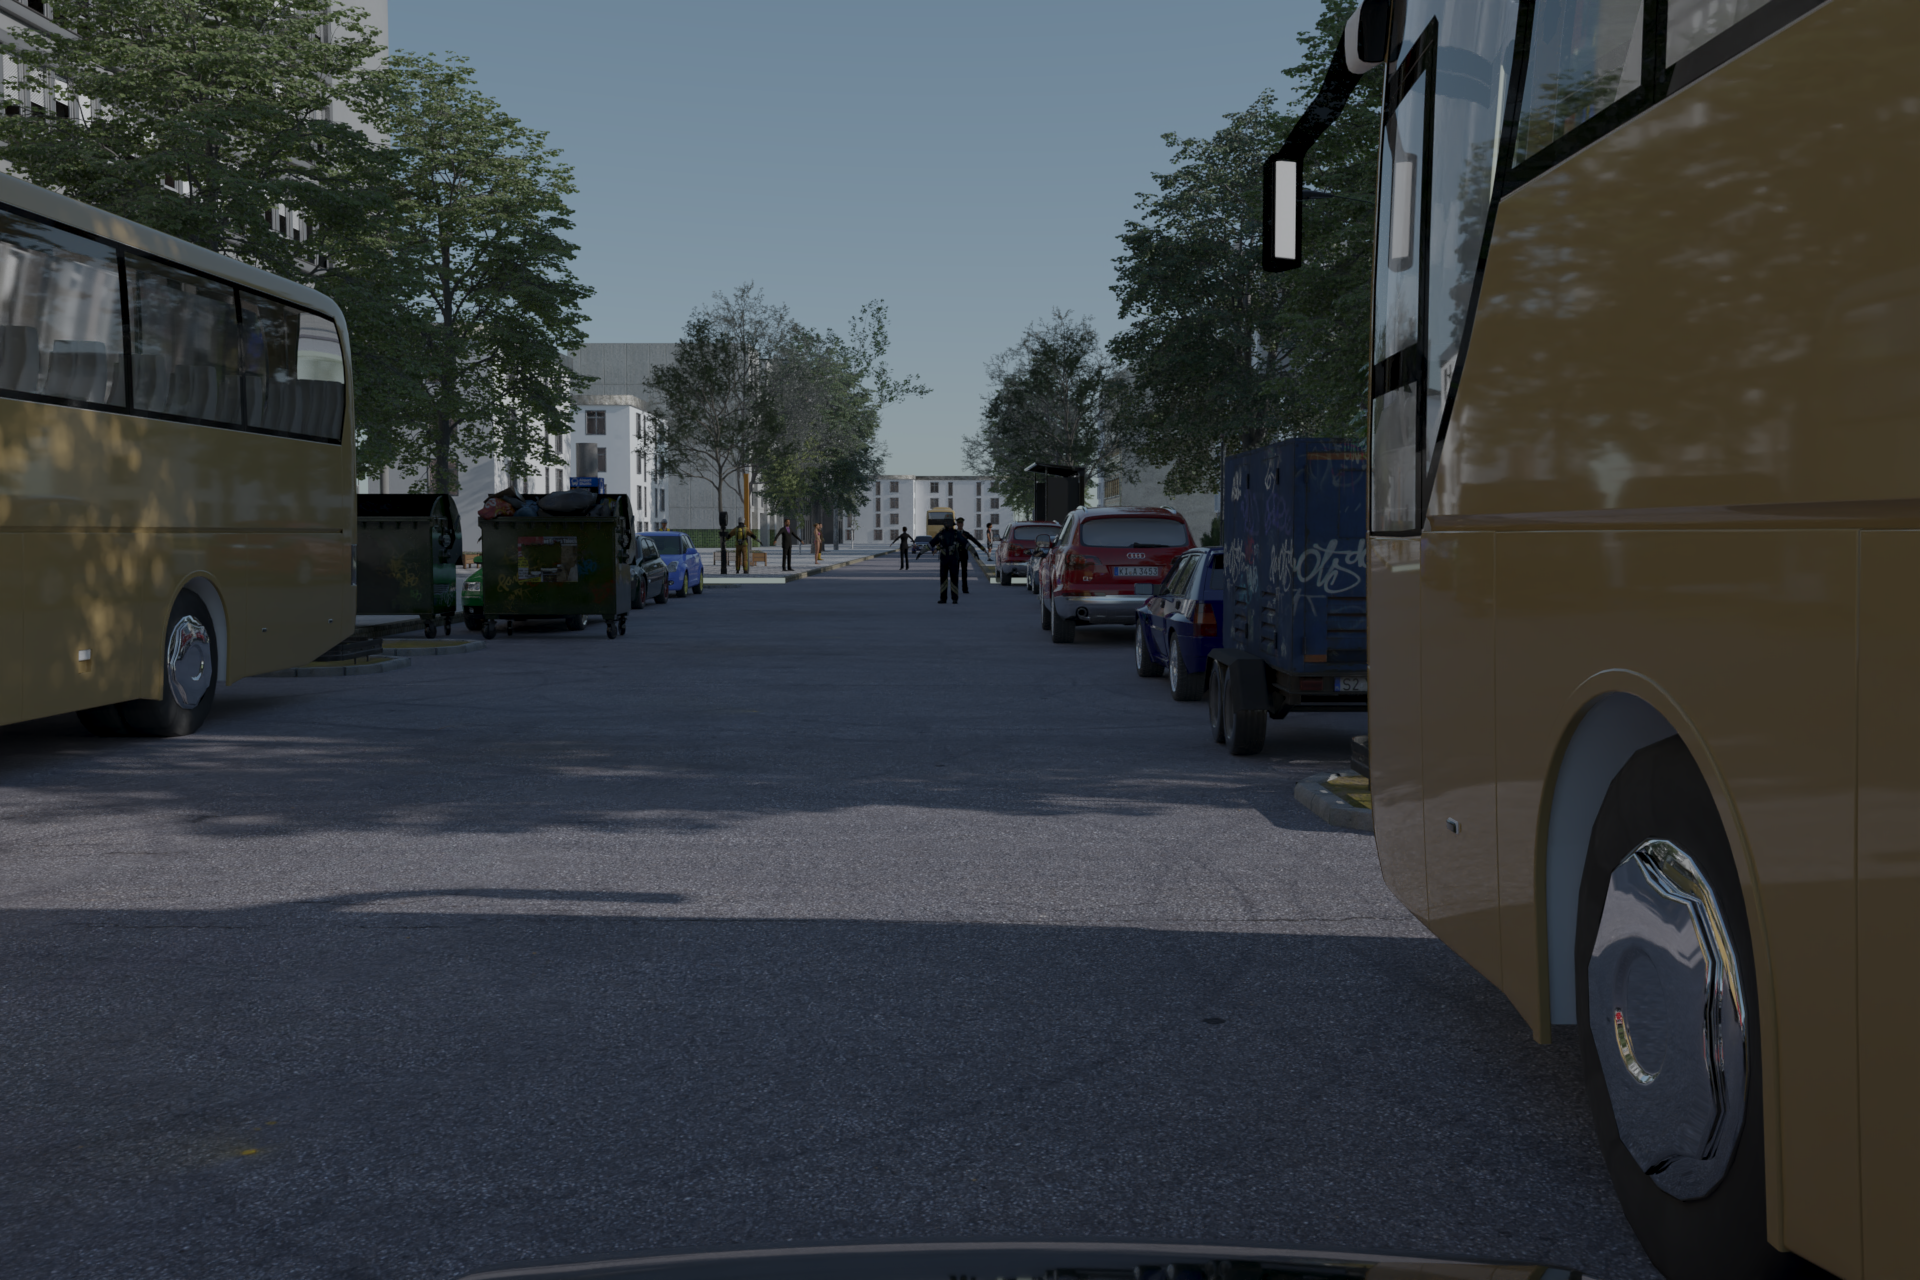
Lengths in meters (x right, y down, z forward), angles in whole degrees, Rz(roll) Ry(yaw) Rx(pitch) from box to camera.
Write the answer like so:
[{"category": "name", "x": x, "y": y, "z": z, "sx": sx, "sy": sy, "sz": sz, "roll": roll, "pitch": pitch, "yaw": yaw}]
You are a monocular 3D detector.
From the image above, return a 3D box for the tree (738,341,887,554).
[{"category": "tree", "x": -9.671, "y": -12.680, "z": 113.976, "sx": 9.857, "sy": 13.997, "sz": 8.962, "roll": 0, "pitch": 3, "yaw": 0}]

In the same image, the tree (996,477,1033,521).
[{"category": "tree", "x": 5.149, "y": -12.570, "z": 155.880, "sx": 4.360, "sy": 8.622, "sz": 3.978, "roll": 0, "pitch": 3, "yaw": 0}]

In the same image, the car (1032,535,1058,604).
[{"category": "car", "x": 2.517, "y": -1.527, "z": 34.006, "sx": 2.155, "sy": 1.783, "sz": 4.494, "roll": 0, "pitch": 4, "yaw": 0}]

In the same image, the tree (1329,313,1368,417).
[{"category": "tree", "x": 16.654, "y": -8.428, "z": 63.545, "sx": 9.928, "sy": 11.665, "sz": 9.643, "roll": 0, "pitch": 3, "yaw": 0}]

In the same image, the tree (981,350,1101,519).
[{"category": "tree", "x": 4.982, "y": -11.498, "z": 106.113, "sx": 7.486, "sy": 12.596, "sz": 7.792, "roll": 0, "pitch": 3, "yaw": 0}]

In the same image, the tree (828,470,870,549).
[{"category": "tree", "x": -9.280, "y": -12.312, "z": 151.658, "sx": 4.360, "sy": 8.622, "sz": 3.978, "roll": 0, "pitch": 3, "yaw": 0}]

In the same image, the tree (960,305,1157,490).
[{"category": "tree", "x": 5.578, "y": -11.126, "z": 92.281, "sx": 12.009, "sy": 13.543, "sz": 11.850, "roll": 0, "pitch": 3, "yaw": 0}]

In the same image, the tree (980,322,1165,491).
[{"category": "tree", "x": 5.338, "y": -8.653, "z": 75.887, "sx": 8.767, "sy": 10.594, "sz": 7.601, "roll": -1, "pitch": 4, "yaw": -14}]

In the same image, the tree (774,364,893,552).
[{"category": "tree", "x": -9.899, "y": -13.127, "z": 124.994, "sx": 12.009, "sy": 13.543, "sz": 11.850, "roll": 0, "pitch": 3, "yaw": 0}]

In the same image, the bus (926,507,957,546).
[{"category": "bus", "x": -1.689, "y": -10.158, "z": 157.637, "sx": 2.896, "sy": 3.916, "sz": 12.252, "roll": 0, "pitch": 4, "yaw": 0}]

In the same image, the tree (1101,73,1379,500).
[{"category": "tree", "x": 8.259, "y": -8.721, "z": 49.242, "sx": 9.857, "sy": 13.997, "sz": 8.962, "roll": 0, "pitch": 3, "yaw": 0}]

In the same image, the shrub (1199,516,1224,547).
[{"category": "shrub", "x": 10.515, "y": -4.046, "z": 70.199, "sx": 1.661, "sy": 2.075, "sz": 1.752, "roll": 0, "pitch": 3, "yaw": 0}]

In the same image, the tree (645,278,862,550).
[{"category": "tree", "x": -10.369, "y": -10.624, "z": 84.076, "sx": 12.009, "sy": 13.543, "sz": 11.850, "roll": 0, "pitch": 3, "yaw": 0}]

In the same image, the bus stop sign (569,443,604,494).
[{"category": "bus stop sign", "x": -10.802, "y": -3.743, "z": 50.212, "sx": 0.837, "sy": 3.901, "sz": 0.837, "roll": 0, "pitch": 4, "yaw": 0}]

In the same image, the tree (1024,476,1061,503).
[{"category": "tree", "x": 5.918, "y": -10.408, "z": 120.540, "sx": 4.737, "sy": 8.622, "sz": 4.395, "roll": 0, "pitch": 3, "yaw": 0}]

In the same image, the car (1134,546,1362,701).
[{"category": "car", "x": 2.660, "y": -0.221, "z": 16.202, "sx": 1.945, "sy": 1.354, "sz": 3.894, "roll": 0, "pitch": 4, "yaw": -1}]

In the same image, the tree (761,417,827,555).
[{"category": "tree", "x": -10.043, "y": -9.528, "z": 106.146, "sx": 4.737, "sy": 8.622, "sz": 4.395, "roll": 0, "pitch": 3, "yaw": 0}]

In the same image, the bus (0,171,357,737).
[{"category": "bus", "x": -6.659, "y": -1.093, "z": 9.417, "sx": 2.896, "sy": 3.916, "sz": 12.252, "roll": 0, "pitch": 4, "yaw": 0}]

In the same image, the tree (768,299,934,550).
[{"category": "tree", "x": -8.710, "y": -17.298, "z": 138.706, "sx": 12.611, "sy": 20.169, "sz": 13.585, "roll": 0, "pitch": 3, "yaw": 0}]

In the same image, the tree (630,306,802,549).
[{"category": "tree", "x": -10.111, "y": -8.388, "z": 71.556, "sx": 7.601, "sy": 10.594, "sz": 8.767, "roll": -1, "pitch": 4, "yaw": -9}]

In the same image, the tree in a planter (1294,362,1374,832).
[{"category": "tree in a planter", "x": 2.809, "y": -0.716, "z": 8.925, "sx": 1.991, "sy": 3.239, "sz": 1.994, "roll": 0, "pitch": 4, "yaw": -1}]

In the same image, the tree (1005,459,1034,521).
[{"category": "tree", "x": 5.908, "y": -12.014, "z": 146.799, "sx": 4.737, "sy": 8.622, "sz": 4.395, "roll": 0, "pitch": 3, "yaw": 0}]

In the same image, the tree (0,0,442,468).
[{"category": "tree", "x": -13.133, "y": -6.836, "z": 29.893, "sx": 7.486, "sy": 12.596, "sz": 7.792, "roll": 0, "pitch": 3, "yaw": 0}]

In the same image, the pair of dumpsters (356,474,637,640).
[{"category": "pair of dumpsters", "x": -6.781, "y": -1.159, "z": 23.896, "sx": 4.436, "sy": 2.255, "sz": 1.574, "roll": 0, "pitch": 4, "yaw": -1}]

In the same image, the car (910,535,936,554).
[{"category": "car", "x": -2.656, "y": -7.002, "z": 127.056, "sx": 1.945, "sy": 1.354, "sz": 3.894, "roll": 0, "pitch": 4, "yaw": 0}]

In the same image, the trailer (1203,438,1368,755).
[{"category": "trailer", "x": 2.450, "y": -0.317, "z": 12.231, "sx": 1.471, "sy": 1.999, "sz": 3.904, "roll": 0, "pitch": 3, "yaw": 0}]

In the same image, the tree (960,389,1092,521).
[{"category": "tree", "x": 5.242, "y": -13.636, "z": 133.323, "sx": 12.009, "sy": 13.543, "sz": 11.850, "roll": 0, "pitch": 3, "yaw": 0}]

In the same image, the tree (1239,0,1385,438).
[{"category": "tree", "x": 8.807, "y": -6.907, "z": 31.054, "sx": 7.486, "sy": 12.596, "sz": 7.792, "roll": 0, "pitch": 3, "yaw": 0}]

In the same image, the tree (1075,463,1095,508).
[{"category": "tree", "x": 15.409, "y": -20.054, "z": 246.010, "sx": 7.486, "sy": 12.596, "sz": 7.792, "roll": 0, "pitch": 3, "yaw": 0}]

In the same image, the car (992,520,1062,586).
[{"category": "car", "x": 2.097, "y": -2.505, "z": 49.626, "sx": 2.281, "sy": 1.827, "sz": 5.304, "roll": 0, "pitch": 4, "yaw": -1}]

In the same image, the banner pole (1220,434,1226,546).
[{"category": "banner pole", "x": 6.536, "y": -3.243, "z": 43.032, "sx": 0.401, "sy": 3.779, "sz": 0.863, "roll": 0, "pitch": 3, "yaw": 0}]

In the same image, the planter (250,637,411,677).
[{"category": "planter", "x": -6.956, "y": 0.173, "z": 18.314, "sx": 1.991, "sy": 0.319, "sz": 1.994, "roll": 0, "pitch": 4, "yaw": 1}]

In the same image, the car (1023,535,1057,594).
[{"category": "car", "x": 2.583, "y": -1.869, "z": 42.566, "sx": 2.014, "sy": 1.417, "sz": 4.499, "roll": 0, "pitch": 4, "yaw": -1}]

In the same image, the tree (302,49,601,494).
[{"category": "tree", "x": -12.145, "y": -7.540, "z": 41.409, "sx": 7.486, "sy": 12.596, "sz": 7.792, "roll": 0, "pitch": 3, "yaw": 0}]

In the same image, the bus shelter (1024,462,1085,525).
[{"category": "bus shelter", "x": 3.259, "y": -4.193, "z": 59.837, "sx": 1.731, "sy": 3.624, "sz": 6.357, "roll": 0, "pitch": 4, "yaw": -1}]
